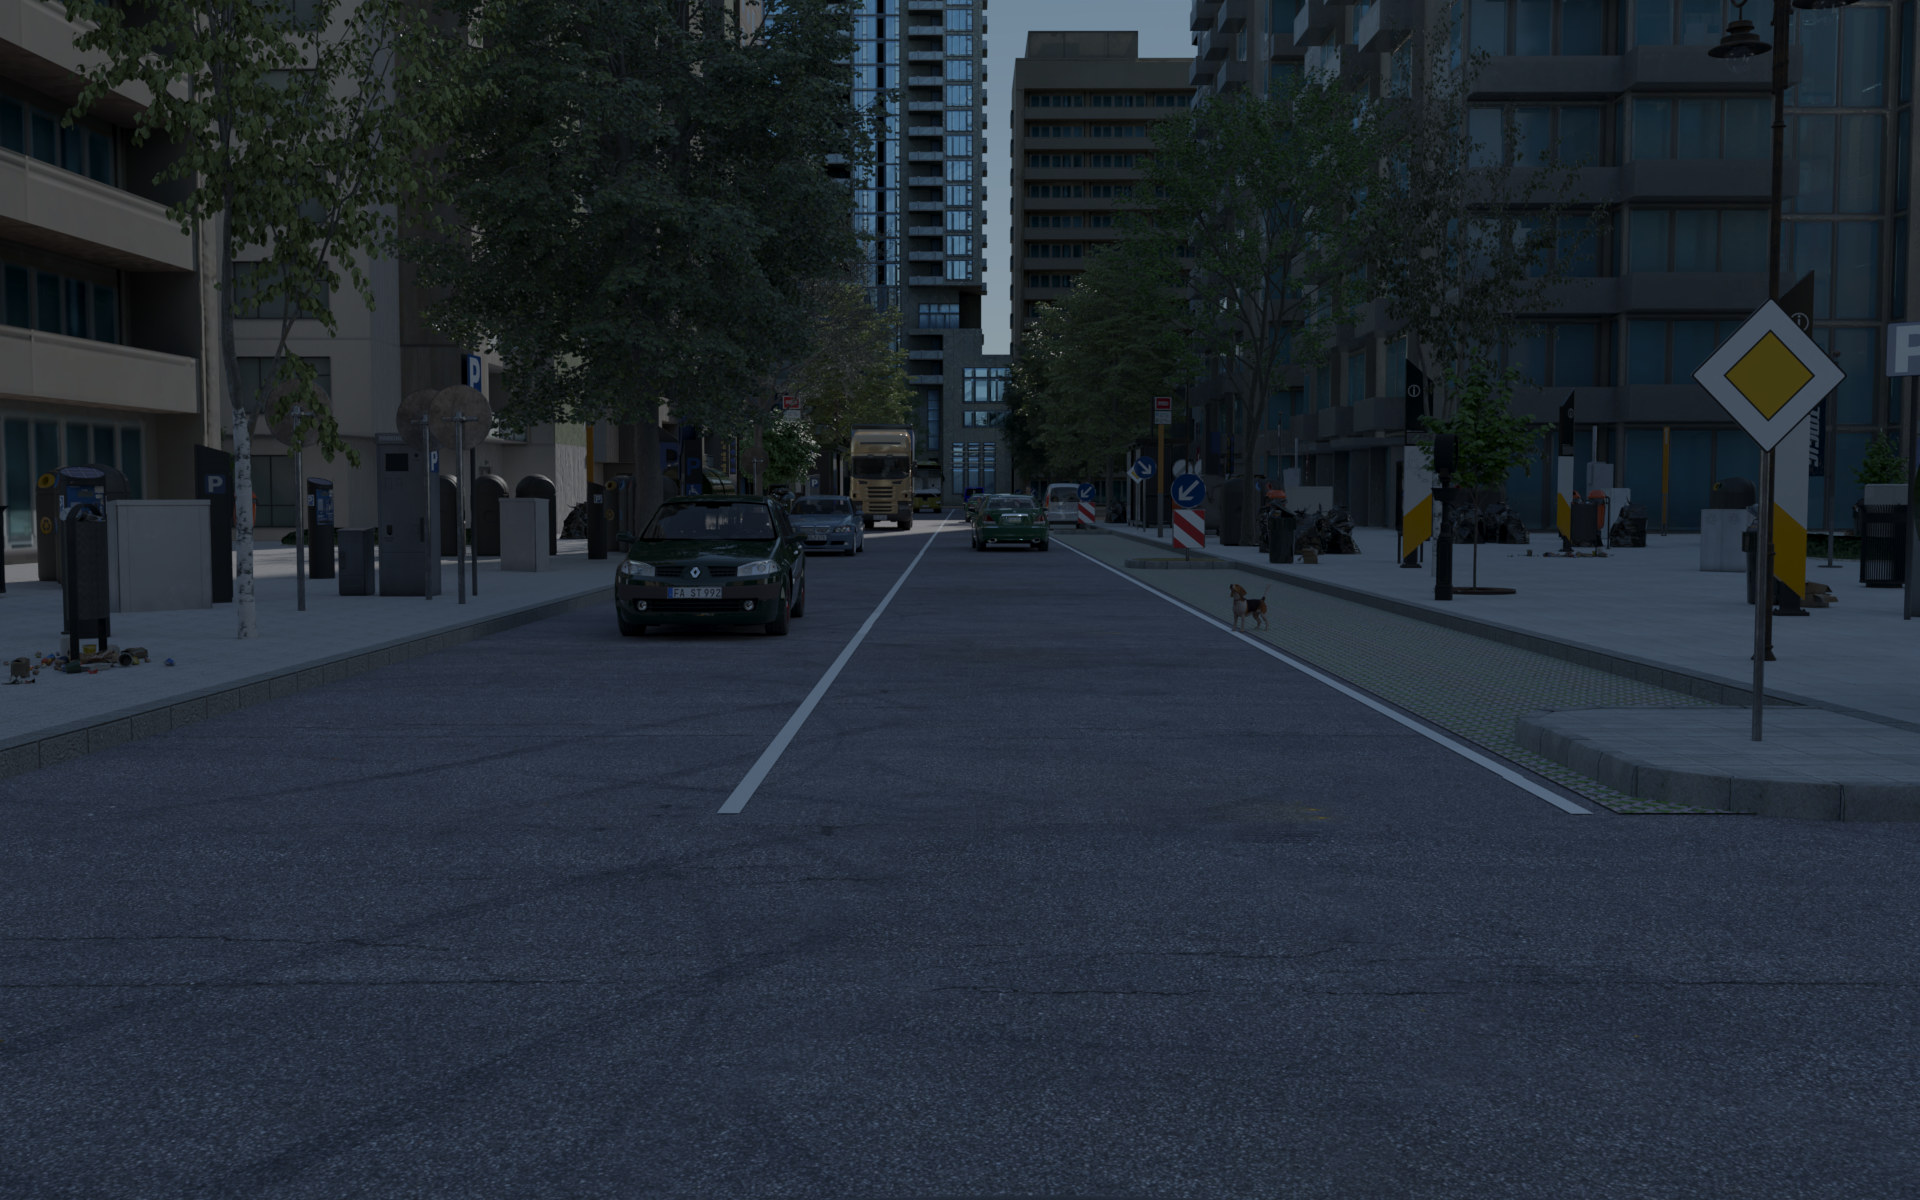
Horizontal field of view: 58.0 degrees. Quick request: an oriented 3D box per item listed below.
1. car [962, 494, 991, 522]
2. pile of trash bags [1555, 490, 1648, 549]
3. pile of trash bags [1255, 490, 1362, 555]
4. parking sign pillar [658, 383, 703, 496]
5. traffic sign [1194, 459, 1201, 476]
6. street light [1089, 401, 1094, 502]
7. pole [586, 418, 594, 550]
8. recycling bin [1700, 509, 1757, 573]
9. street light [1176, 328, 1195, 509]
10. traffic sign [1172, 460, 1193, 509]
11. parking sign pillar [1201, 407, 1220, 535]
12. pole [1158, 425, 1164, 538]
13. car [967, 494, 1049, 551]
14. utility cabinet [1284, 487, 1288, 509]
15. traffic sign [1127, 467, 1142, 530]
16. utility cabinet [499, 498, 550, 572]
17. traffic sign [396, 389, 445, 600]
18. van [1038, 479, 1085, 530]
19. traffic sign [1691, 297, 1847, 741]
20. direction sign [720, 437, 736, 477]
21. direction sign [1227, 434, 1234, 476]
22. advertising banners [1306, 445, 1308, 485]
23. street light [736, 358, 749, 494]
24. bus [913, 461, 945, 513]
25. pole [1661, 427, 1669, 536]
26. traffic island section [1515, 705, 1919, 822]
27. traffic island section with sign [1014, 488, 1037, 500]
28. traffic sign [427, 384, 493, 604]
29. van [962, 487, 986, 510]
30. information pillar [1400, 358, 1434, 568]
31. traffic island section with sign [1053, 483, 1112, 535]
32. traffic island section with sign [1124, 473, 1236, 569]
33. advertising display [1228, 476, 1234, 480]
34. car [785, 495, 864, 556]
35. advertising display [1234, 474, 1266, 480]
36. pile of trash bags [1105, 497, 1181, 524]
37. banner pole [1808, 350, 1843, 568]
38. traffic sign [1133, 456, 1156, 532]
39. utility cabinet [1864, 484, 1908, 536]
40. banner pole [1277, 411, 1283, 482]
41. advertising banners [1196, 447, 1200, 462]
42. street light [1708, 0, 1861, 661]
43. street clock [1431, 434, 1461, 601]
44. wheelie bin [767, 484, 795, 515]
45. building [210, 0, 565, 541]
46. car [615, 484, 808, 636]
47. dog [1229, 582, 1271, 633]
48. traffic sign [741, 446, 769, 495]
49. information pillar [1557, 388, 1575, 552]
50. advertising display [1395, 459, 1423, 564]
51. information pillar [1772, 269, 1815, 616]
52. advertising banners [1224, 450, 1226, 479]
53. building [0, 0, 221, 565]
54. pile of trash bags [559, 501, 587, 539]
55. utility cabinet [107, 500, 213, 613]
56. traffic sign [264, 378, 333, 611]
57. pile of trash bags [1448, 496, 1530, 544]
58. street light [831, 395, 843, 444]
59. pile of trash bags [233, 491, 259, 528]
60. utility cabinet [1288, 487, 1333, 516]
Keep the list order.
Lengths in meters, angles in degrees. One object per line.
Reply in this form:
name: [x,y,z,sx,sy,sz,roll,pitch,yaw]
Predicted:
car: [1.189,-4.740,89.290,2.131,1.459,4.920,0,4,-1]
pile of trash bags: [15.550,-1.958,41.763,1.912,1.369,3.447,2,4,26]
pile of trash bags: [7.404,-1.731,38.060,1.912,1.369,3.447,-1,4,-10]
parking sign pillar: [-6.318,-3.192,40.656,1.447,3.967,1.447,-1,4,-14]
traffic sign: [8.781,-3.801,62.255,0.768,2.556,0.104,0,4,1]
street light: [6.359,-6.783,83.695,0.468,5.910,1.993,0,4,0]
pole: [-8.480,-2.806,39.724,0.158,3.312,0.155,0,3,0]
recycling bin: [12.770,-0.990,28.736,0.722,1.027,0.722,3,5,43]
street light: [6.317,-4.610,48.163,0.468,5.910,1.993,0,4,0]
traffic sign: [8.244,-3.918,64.159,0.768,2.556,0.104,0,4,1]
parking sign pillar: [7.835,-4.026,54.298,1.447,3.967,1.447,0,4,2]
pole: [5.909,-3.495,50.994,0.158,3.312,0.155,0,3,0]
car: [1.266,-2.013,44.709,2.131,1.459,4.920,0,4,-2]
utility cabinet: [10.986,-2.910,56.256,1.173,1.500,0.318,2,4,24]
traffic sign: [6.329,-3.703,61.729,0.795,2.450,0.064,0,4,8]
utility cabinet: [-7.232,-1.077,28.774,1.020,1.237,0.306,3,5,41]
traffic sign: [-6.446,-1.275,20.947,0.768,2.556,0.104,0,4,5]
van: [4.124,-3.802,69.171,2.013,2.044,4.112,0,4,1]
traffic sign: [4.140,-0.324,8.943,0.795,2.450,0.064,0,4,0]
direction sign: [-9.288,-4.738,69.464,0.876,3.537,0.379,3,5,40]
direction sign: [10.212,-4.493,65.464,0.379,3.537,0.876,0,4,-6]
advertising banners: [12.571,-4.070,62.732,0.090,3.025,2.074,1,4,12]
street light: [-5.702,-4.382,44.440,0.468,5.910,1.993,0,4,0]
bus: [-2.603,-8.628,132.608,2.896,3.916,12.252,0,4,0]
pole: [21.452,-3.599,52.679,0.158,3.312,0.155,0,3,0]
traffic island section: [4.164,0.811,9.020,2.009,0.180,2.903,0,4,0]
traffic island section with sign: [4.483,-6.297,111.576,1.989,1.847,2.006,0,4,0]
traffic sign: [-5.815,-1.225,20.141,0.768,2.556,0.104,0,4,3]
van: [1.283,-9.273,156.005,2.240,2.365,5.245,0,3,0]
information pillar: [7.905,-2.360,29.939,0.504,3.616,0.183,0,4,3]
traffic island section with sign: [4.333,-3.242,61.639,1.989,1.847,2.006,0,4,0]
traffic island section with sign: [4.235,-1.531,33.666,1.989,1.847,2.006,0,4,0]
advertising display: [10.025,-3.459,61.768,0.974,1.923,0.123,1,4,10]
car: [-3.258,-1.799,41.408,2.014,1.417,4.499,0,4,1]
advertising display: [9.610,-3.177,57.155,0.974,1.923,0.123,2,4,31]
pile of trash bags: [8.065,-4.048,75.942,3.447,1.369,1.912,1,4,9]
banner pole: [15.100,-2.468,30.374,0.401,3.779,0.863,-2,4,-30]
traffic sign: [6.226,-3.567,58.421,0.768,2.556,0.104,0,4,3]
utility cabinet: [20.508,-1.793,37.999,1.173,1.500,0.318,3,4,38]
banner pole: [9.625,-3.807,52.256,0.401,3.779,0.863,1,4,16]
advertising banners: [8.886,-4.116,63.486,0.090,3.025,2.074,0,4,-4]
street light: [6.209,-2.472,13.203,0.468,5.910,1.993,0,4,0]
street clock: [5.848,-0.998,20.880,0.358,2.002,0.471,2,4,24]
wheelie bin: [-5.613,-2.823,54.066,0.980,1.594,0.693,-1,4,-18]
building: [-19.842,-22.538,52.094,14.154,41.232,14.086,0,4,0]
car: [-2.621,-0.548,18.750,2.009,1.686,4.222,0,4,-2]
dog: [3.025,0.076,18.041,0.406,0.507,0.540,1,4,12]
traffic sign: [-5.484,-2.825,46.290,0.768,2.556,0.104,0,4,7]
information pillar: [13.408,-2.872,38.314,0.504,3.616,0.183,-3,5,-39]
advertising display: [8.387,-1.650,32.187,0.123,1.923,0.974,3,5,43]
information pillar: [8.669,-1.640,18.165,0.504,3.616,0.183,0,4,2]
advertising banners: [10.438,-4.409,68.280,0.090,3.025,2.074,1,4,10]
building: [-26.850,-24.611,26.097,21.300,48.544,21.600,0,4,0]
pile of trash bags: [-10.208,-2.496,50.564,1.912,1.369,3.447,1,4,14]
utility cabinet: [-8.828,-0.486,19.109,0.306,1.237,1.020,3,5,43]
traffic sign: [-7.240,-1.154,18.967,0.768,2.556,0.104,0,4,4]
pile of trash bags: [14.316,-2.154,44.972,3.447,1.369,1.912,1,4,12]
street light: [-5.643,-6.531,79.570,0.468,5.910,1.993,0,4,0]
pile of trash bags: [-18.097,-1.864,40.237,3.447,1.369,1.912,-3,4,-38]
utility cabinet: [10.377,-2.594,51.093,1.173,1.500,0.318,1,4,15]
